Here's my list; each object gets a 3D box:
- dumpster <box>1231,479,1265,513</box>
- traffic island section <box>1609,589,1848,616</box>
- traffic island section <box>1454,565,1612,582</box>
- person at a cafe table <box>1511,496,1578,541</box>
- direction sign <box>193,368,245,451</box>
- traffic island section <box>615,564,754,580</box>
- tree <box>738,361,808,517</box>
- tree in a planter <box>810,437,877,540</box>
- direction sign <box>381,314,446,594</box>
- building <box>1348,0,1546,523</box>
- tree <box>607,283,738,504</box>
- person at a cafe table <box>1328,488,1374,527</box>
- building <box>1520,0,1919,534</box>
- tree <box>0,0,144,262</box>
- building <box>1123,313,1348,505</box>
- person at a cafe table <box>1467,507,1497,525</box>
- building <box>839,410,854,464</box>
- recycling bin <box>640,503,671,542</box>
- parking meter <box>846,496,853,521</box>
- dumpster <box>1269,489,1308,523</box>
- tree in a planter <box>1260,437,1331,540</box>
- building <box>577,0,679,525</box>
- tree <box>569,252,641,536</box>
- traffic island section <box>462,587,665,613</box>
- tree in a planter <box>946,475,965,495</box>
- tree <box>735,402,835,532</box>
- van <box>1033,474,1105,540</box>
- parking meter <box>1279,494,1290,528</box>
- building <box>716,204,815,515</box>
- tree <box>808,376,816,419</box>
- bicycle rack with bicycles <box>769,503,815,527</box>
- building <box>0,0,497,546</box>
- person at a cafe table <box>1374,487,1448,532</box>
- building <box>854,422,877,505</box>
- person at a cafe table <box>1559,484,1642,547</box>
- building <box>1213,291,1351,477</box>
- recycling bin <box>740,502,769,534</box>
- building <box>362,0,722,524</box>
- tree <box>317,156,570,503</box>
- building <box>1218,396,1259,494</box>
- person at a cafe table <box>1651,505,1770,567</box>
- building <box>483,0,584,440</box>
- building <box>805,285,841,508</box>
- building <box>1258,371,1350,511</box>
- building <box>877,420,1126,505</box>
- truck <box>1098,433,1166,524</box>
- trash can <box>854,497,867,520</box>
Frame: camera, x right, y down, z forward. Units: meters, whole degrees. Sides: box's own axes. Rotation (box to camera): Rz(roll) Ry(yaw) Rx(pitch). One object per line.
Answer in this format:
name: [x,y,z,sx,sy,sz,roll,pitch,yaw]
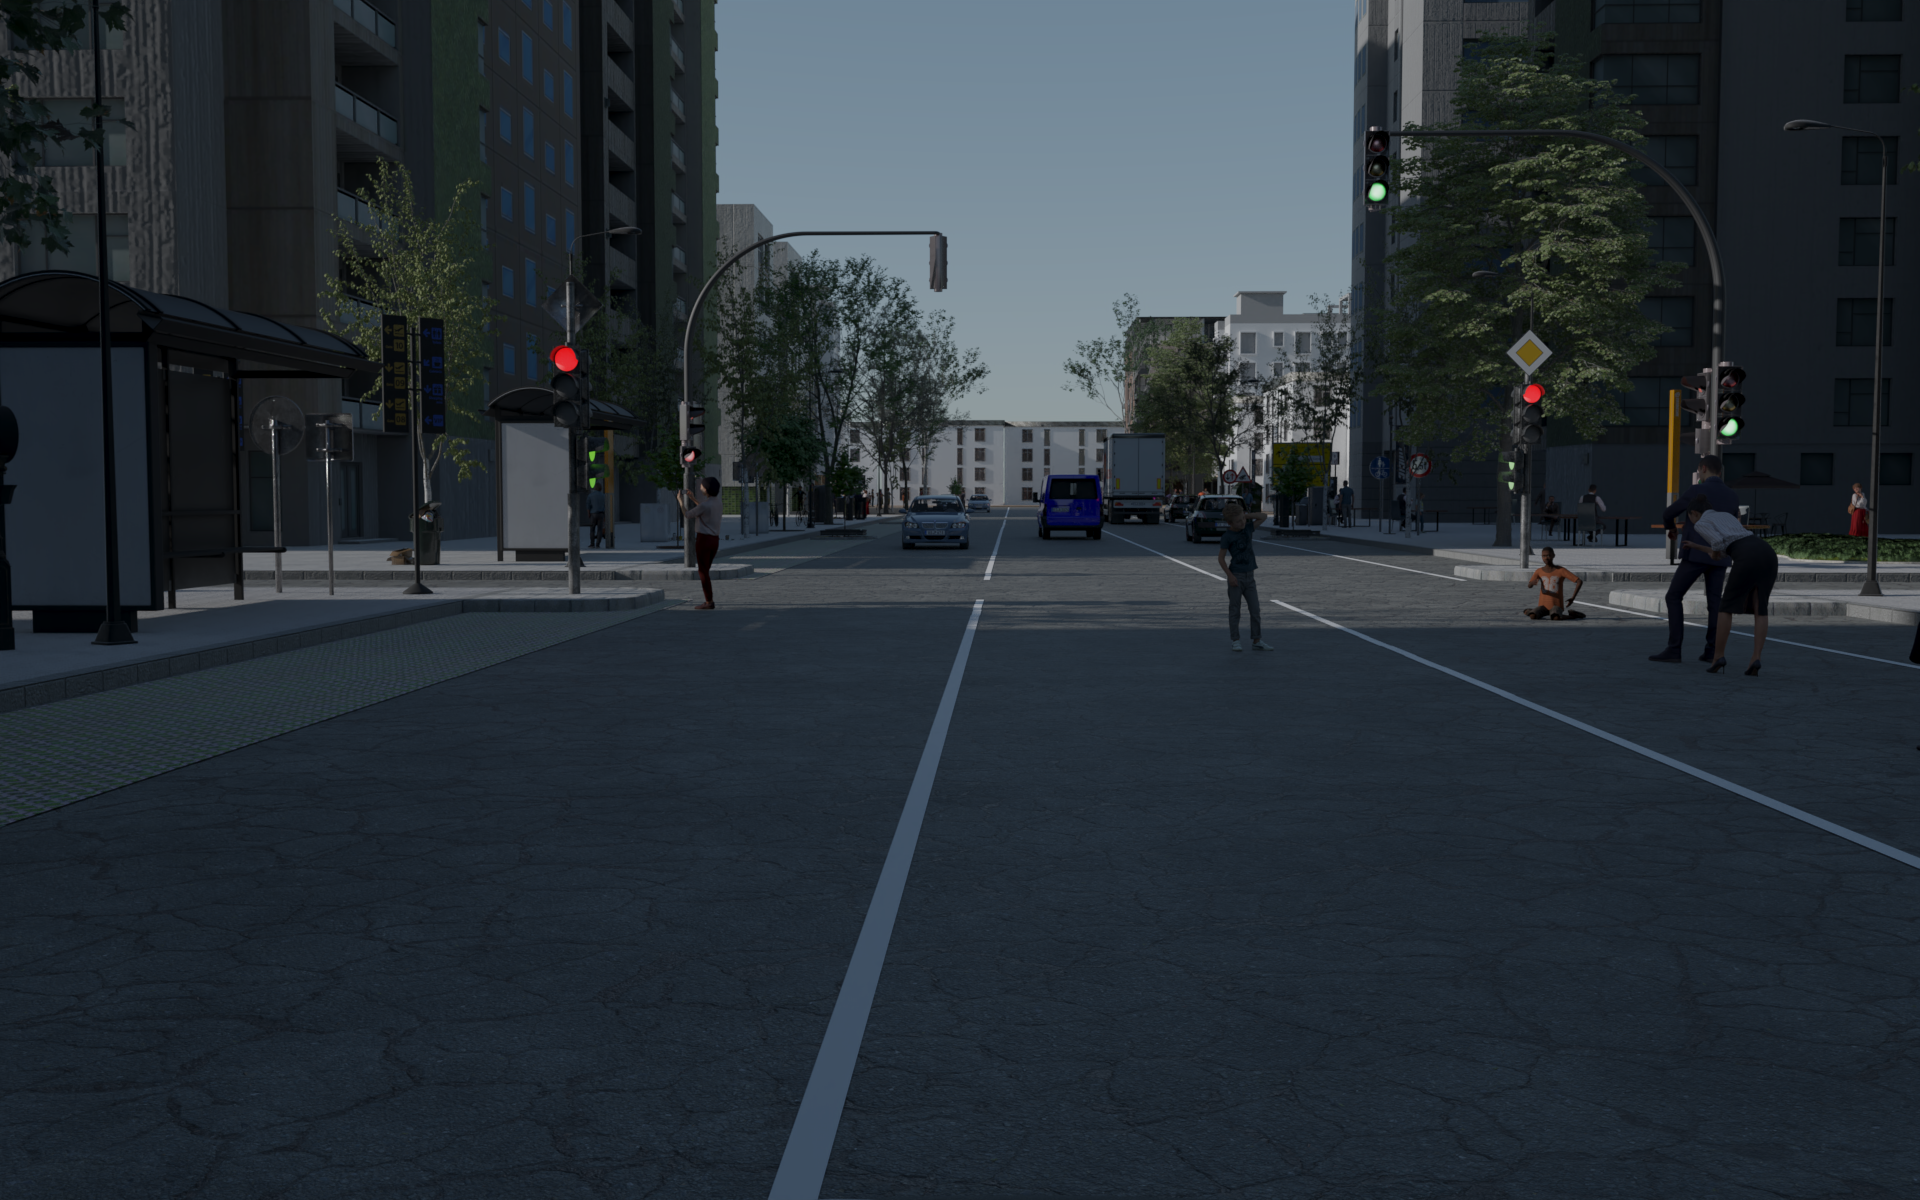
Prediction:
dumpster: [14.918,-5.335,89.716,1.502,2.255,1.985,0,4,2]
traffic island section: [9.495,0.026,21.849,2.009,0.180,2.903,0,4,2]
traffic island section: [9.740,-0.462,29.830,2.009,0.180,2.903,0,4,2]
person at a cafe table: [16.369,-2.277,48.084,1.698,1.238,1.726,2,4,27]
direction sign: [-13.379,-2.406,31.330,0.876,3.537,0.379,-3,5,-45]
traffic island section: [-4.734,-0.489,30.278,2.009,0.180,2.903,0,4,2]
tree: [-10.446,-8.663,91.999,4.360,8.622,3.978,0,3,0]
tree in a planter: [-3.656,-3.522,54.811,1.991,3.239,1.994,0,4,2]
direction sign: [-6.981,-1.847,22.196,0.379,3.537,0.876,3,5,41]
building: [31.236,-33.468,89.193,21.231,58.520,28.212,0,4,2]
tree: [-10.637,-6.789,61.368,4.360,8.622,3.978,0,3,0]
person at a cafe table: [15.280,-3.652,68.228,1.698,1.524,1.622,-3,5,-42]
building: [27.367,-17.697,61.049,14.160,30.474,14.107,0,4,2]
tree: [-8.498,-5.519,7.242,9.611,12.733,9.660,0,3,0]
building: [36.913,-22.363,209.602,32.646,21.610,27.936,0,4,2]
person at a cafe table: [22.496,-3.788,72.803,1.726,1.238,1.698,3,5,44]
building: [-25.016,-13.900,169.409,28.070,9.664,9.099,0,4,2]
recycling bin: [-8.151,-2.067,46.344,0.722,1.027,0.722,0,4,-2]
parking meter: [-5.353,-4.613,83.832,0.372,1.533,0.369,0,3,0]
dumpster: [14.252,-4.423,74.817,1.502,2.255,1.985,0,4,2]
tree in a planter: [10.490,-3.496,54.388,1.991,3.239,1.994,0,4,2]
building: [-20.260,-18.416,72.795,14.160,30.474,14.107,0,4,2]
tree: [-11.051,-6.238,52.346,4.737,8.622,4.395,0,3,0]
traffic island section: [-4.979,-0.001,22.296,2.009,0.180,2.903,0,4,2]
tree in a planter: [-0.462,-9.886,158.862,1.991,3.239,1.994,0,4,2]
tree: [-6.029,-4.649,59.731,4.285,4.588,4.351,0,3,0]
van: [3.537,-3.170,56.215,2.240,2.365,5.245,0,4,0]
parking meter: [12.421,-3.704,66.276,0.255,1.863,0.399,-1,4,-17]
building: [-20.415,-15.617,121.797,16.747,18.905,31.486,0,4,2]
tree: [-9.898,-9.059,98.482,4.360,8.622,3.978,0,3,0]
bicycle rack with bicycles: [-6.956,-3.399,68.951,2.852,0.926,2.925,0,4,4]
building: [-21.147,-22.058,44.237,14.154,41.232,14.086,0,4,2]
person at a cafe table: [15.505,-3.111,59.374,1.622,1.524,1.698,-2,4,-28]
building: [-23.449,-15.918,202.404,28.070,9.664,9.099,0,4,2]
person at a cafe table: [15.627,-2.079,42.510,1.698,1.524,1.622,3,4,37]
building: [32.624,-18.992,166.932,16.016,20.091,11.380,0,4,2]
recycling bin: [-6.689,-2.682,56.399,0.722,1.027,0.722,-2,4,-29]
building: [-20.309,-24.694,87.339,14.154,41.232,14.086,0,4,2]
tree: [-11.763,-5.346,37.775,4.737,8.622,4.395,0,3,0]
building: [28.052,-12.572,147.693,9.099,9.664,28.070,0,4,2]
person at a cafe table: [13.680,-1.246,31.230,1.726,1.238,1.698,-3,5,-44]
building: [-21.492,-24.962,58.246,14.600,45.320,14.200,0,4,2]
building: [-18.653,-18.252,154.844,16.016,20.091,11.380,0,4,2]
building: [27.267,-10.820,119.051,9.099,9.664,28.070,0,4,2]
building: [5.099,-15.814,200.700,28.070,9.664,9.099,0,4,2]
truck: [8.408,-5.902,85.418,2.839,4.237,11.283,0,4,2]
trash can: [-4.955,-4.566,86.309,0.748,1.137,0.748,0,3,0]
